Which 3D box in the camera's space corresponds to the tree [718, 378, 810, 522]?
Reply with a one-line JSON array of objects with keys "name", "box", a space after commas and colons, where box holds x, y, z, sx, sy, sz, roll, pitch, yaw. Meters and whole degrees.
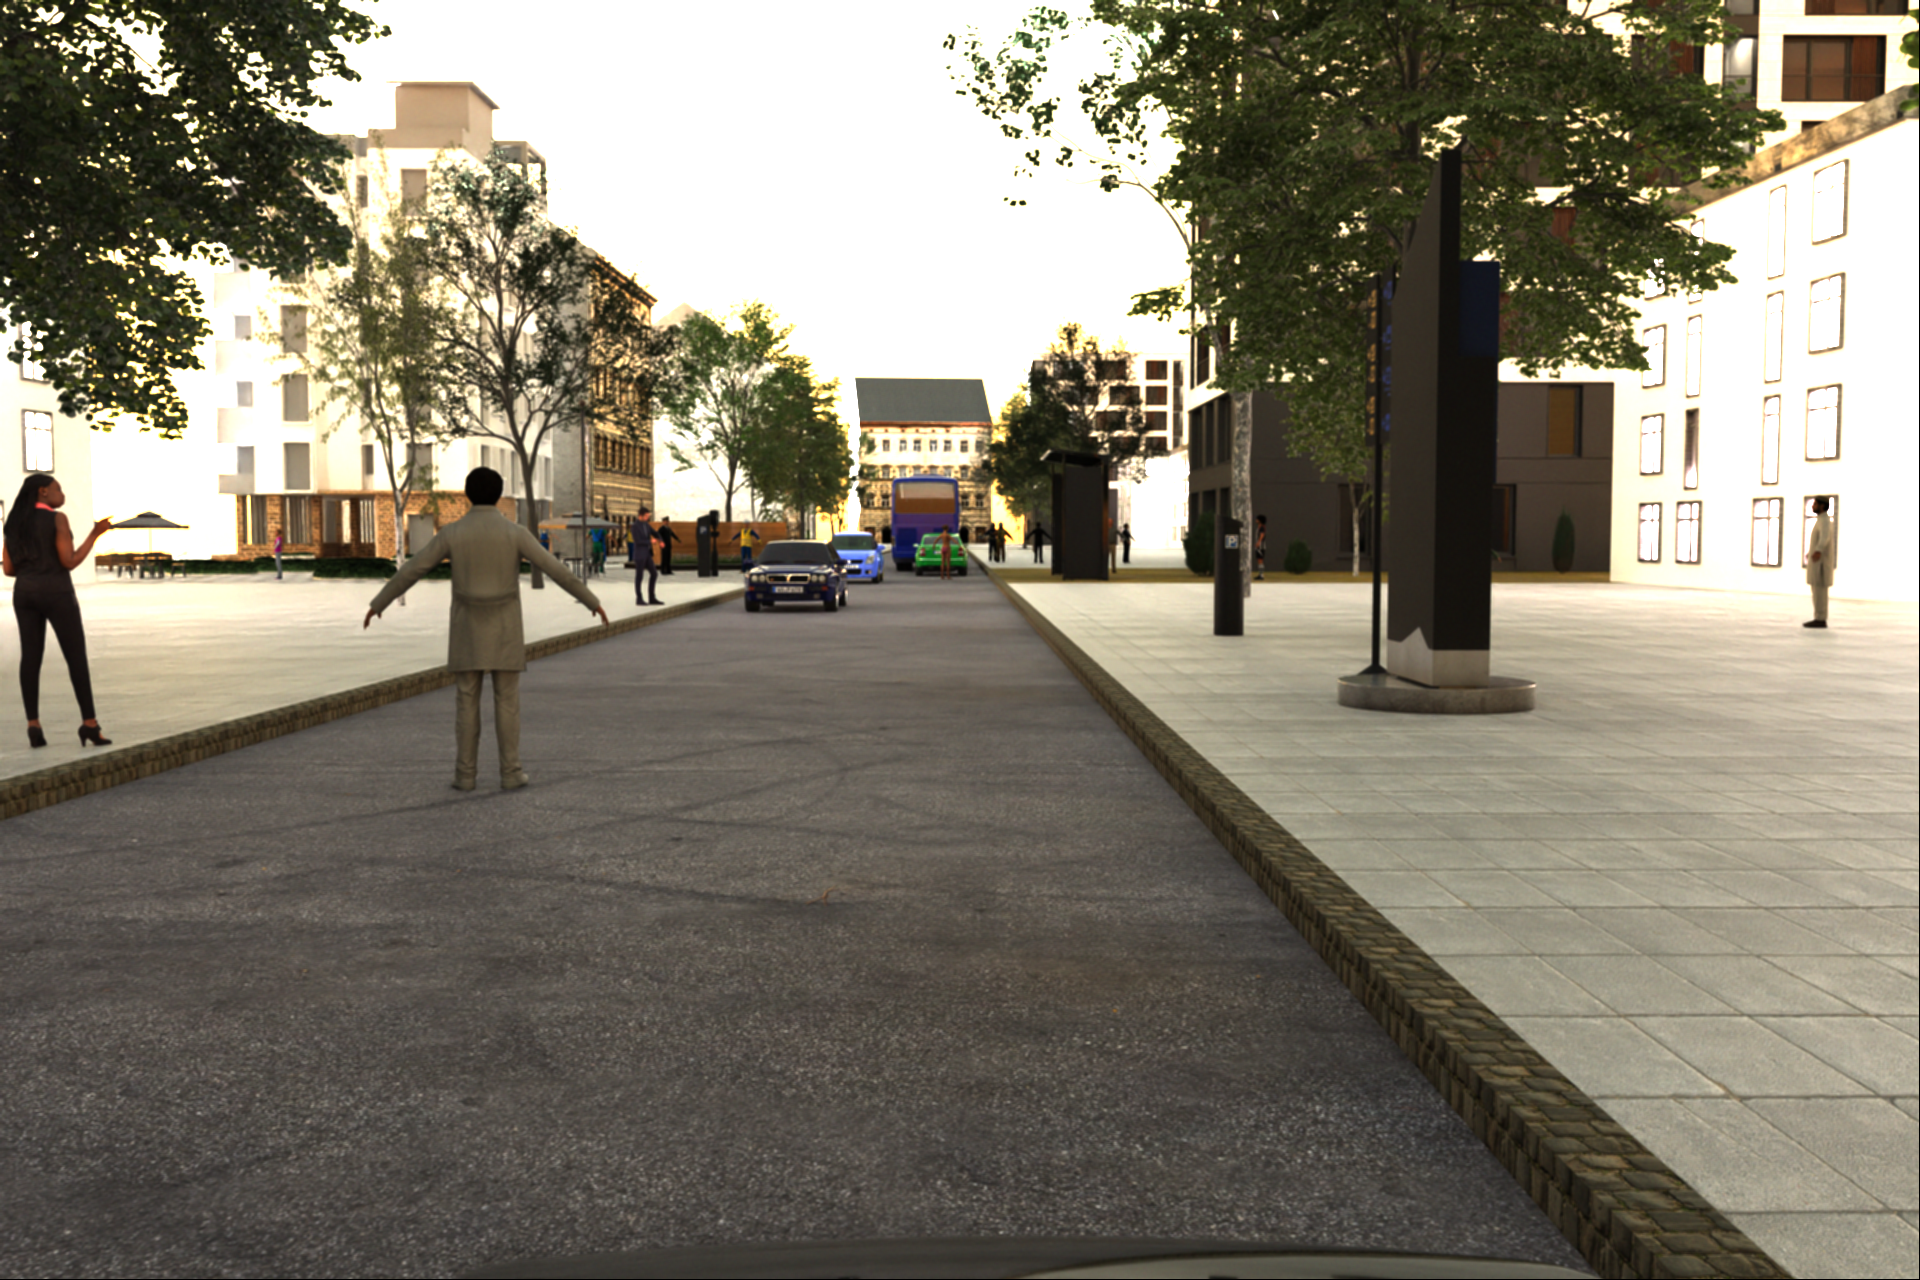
[{"name": "tree", "box": [-9.487, -8.038, 81.789, 4.737, 8.622, 4.395, 0, 3, 0]}]

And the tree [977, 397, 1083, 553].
[{"name": "tree", "box": [5.025, -11.182, 117.236, 8.767, 10.594, 7.601, 1, 4, 16]}]

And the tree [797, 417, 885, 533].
[{"name": "tree", "box": [-10.454, -13.794, 151.289, 9.928, 11.665, 9.643, 0, 3, 0]}]

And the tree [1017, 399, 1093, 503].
[{"name": "tree", "box": [5.456, -8.408, 87.827, 4.360, 8.622, 3.978, 0, 3, 0]}]

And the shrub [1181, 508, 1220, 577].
[{"name": "shrub", "box": [7.553, -2.966, 52.528, 1.661, 2.075, 1.752, 0, 3, 0]}]

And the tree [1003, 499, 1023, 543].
[{"name": "tree", "box": [8.056, -17.708, 239.883, 4.737, 8.622, 4.395, 0, 3, 0]}]

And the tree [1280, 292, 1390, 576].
[{"name": "tree", "box": [11.857, -6.217, 52.010, 4.737, 8.622, 4.395, 0, 3, 0]}]

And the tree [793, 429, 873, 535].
[{"name": "tree", "box": [-10.548, -12.633, 140.965, 7.601, 10.594, 8.767, 1, 4, 22]}]

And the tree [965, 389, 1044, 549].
[{"name": "tree", "box": [5.470, -14.470, 146.962, 12.009, 13.543, 11.850, 0, 3, 0]}]

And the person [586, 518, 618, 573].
[{"name": "person", "box": [-11.773, -3.085, 56.574, 1.347, 1.817, 0.704, 2, 4, 24]}]

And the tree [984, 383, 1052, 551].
[{"name": "tree", "box": [5.250, -12.966, 130.125, 7.486, 12.596, 7.792, 0, 3, 0]}]

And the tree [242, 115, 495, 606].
[{"name": "tree", "box": [-9.894, -4.930, 30.968, 4.360, 8.622, 3.978, 0, 3, 0]}]

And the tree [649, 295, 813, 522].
[{"name": "tree", "box": [-9.932, -9.119, 74.850, 9.928, 11.665, 9.643, 0, 3, 0]}]

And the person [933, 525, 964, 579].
[{"name": "person", "box": [-0.399, -2.800, 55.034, 1.217, 1.733, 0.721, 3, 4, 37]}]

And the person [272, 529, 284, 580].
[{"name": "person", "box": [-19.322, -2.427, 48.940, 0.599, 1.433, 0.991, -1, 4, -15]}]

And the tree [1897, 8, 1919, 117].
[{"name": "tree", "box": [6.168, -5.360, 5.770, 7.486, 12.596, 7.792, 0, 3, 0]}]

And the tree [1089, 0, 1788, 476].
[{"name": "tree", "box": [5.372, -6.244, 20.222, 7.486, 12.596, 7.792, 0, 3, 0]}]

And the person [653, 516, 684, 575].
[{"name": "person", "box": [-9.246, -2.977, 54.604, 0.705, 1.837, 1.347, 2, 4, 33]}]

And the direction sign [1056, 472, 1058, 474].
[{"name": "direction sign", "box": [3.552, -4.374, 63.516, 0.379, 3.537, 0.876, 0, 4, -1]}]

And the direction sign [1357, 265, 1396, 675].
[{"name": "direction sign", "box": [3.652, -1.414, 15.116, 0.379, 3.537, 0.876, 0, 4, -1]}]

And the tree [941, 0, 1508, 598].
[{"name": "tree", "box": [5.845, -11.015, 35.988, 12.611, 20.169, 13.585, 0, 3, 0]}]

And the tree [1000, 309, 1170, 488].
[{"name": "tree", "box": [5.171, -8.448, 72.540, 7.601, 10.594, 8.767, 0, 4, 1]}]

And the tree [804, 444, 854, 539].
[{"name": "tree", "box": [-9.888, -11.146, 132.606, 4.737, 8.622, 4.395, 0, 3, 0]}]

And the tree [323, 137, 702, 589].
[{"name": "tree", "box": [-10.095, -6.495, 40.612, 8.767, 10.594, 7.601, -3, 4, -36]}]

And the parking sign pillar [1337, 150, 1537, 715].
[{"name": "parking sign pillar", "box": [3.572, -1.494, 12.901, 1.447, 3.967, 1.447, 0, 4, -1]}]

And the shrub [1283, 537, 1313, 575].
[{"name": "shrub", "box": [10.722, -2.682, 54.966, 1.383, 1.207, 1.383, 0, 3, 0]}]

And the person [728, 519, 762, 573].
[{"name": "person", "box": [-7.036, -3.078, 56.790, 1.216, 1.772, 0.721, 1, 4, 21]}]

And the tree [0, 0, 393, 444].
[{"name": "tree", "box": [-9.592, -6.684, 15.938, 9.857, 13.997, 8.962, 0, 3, 0]}]

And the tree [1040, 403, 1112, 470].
[{"name": "tree", "box": [6.189, -8.742, 93.299, 4.737, 8.622, 4.395, 0, 3, 0]}]

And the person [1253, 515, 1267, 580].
[{"name": "person", "box": [8.417, -2.603, 48.704, 0.704, 1.843, 1.345, 1, 4, 8]}]

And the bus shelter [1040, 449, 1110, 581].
[{"name": "bus shelter", "box": [3.343, -3.637, 50.745, 1.731, 3.624, 6.357, 0, 4, 0]}]

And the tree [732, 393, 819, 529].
[{"name": "tree", "box": [-10.163, -8.501, 89.358, 4.360, 8.622, 3.978, 0, 3, 0]}]

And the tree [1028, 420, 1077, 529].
[{"name": "tree", "box": [5.624, -9.520, 106.007, 4.360, 8.622, 3.978, 0, 3, 0]}]

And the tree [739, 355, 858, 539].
[{"name": "tree", "box": [-10.323, -11.735, 109.986, 7.486, 12.596, 7.792, 0, 3, 0]}]

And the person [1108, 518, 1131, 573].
[{"name": "person", "box": [4.946, -3.104, 57.021, 1.348, 1.796, 0.705, 0, 4, 5]}]
